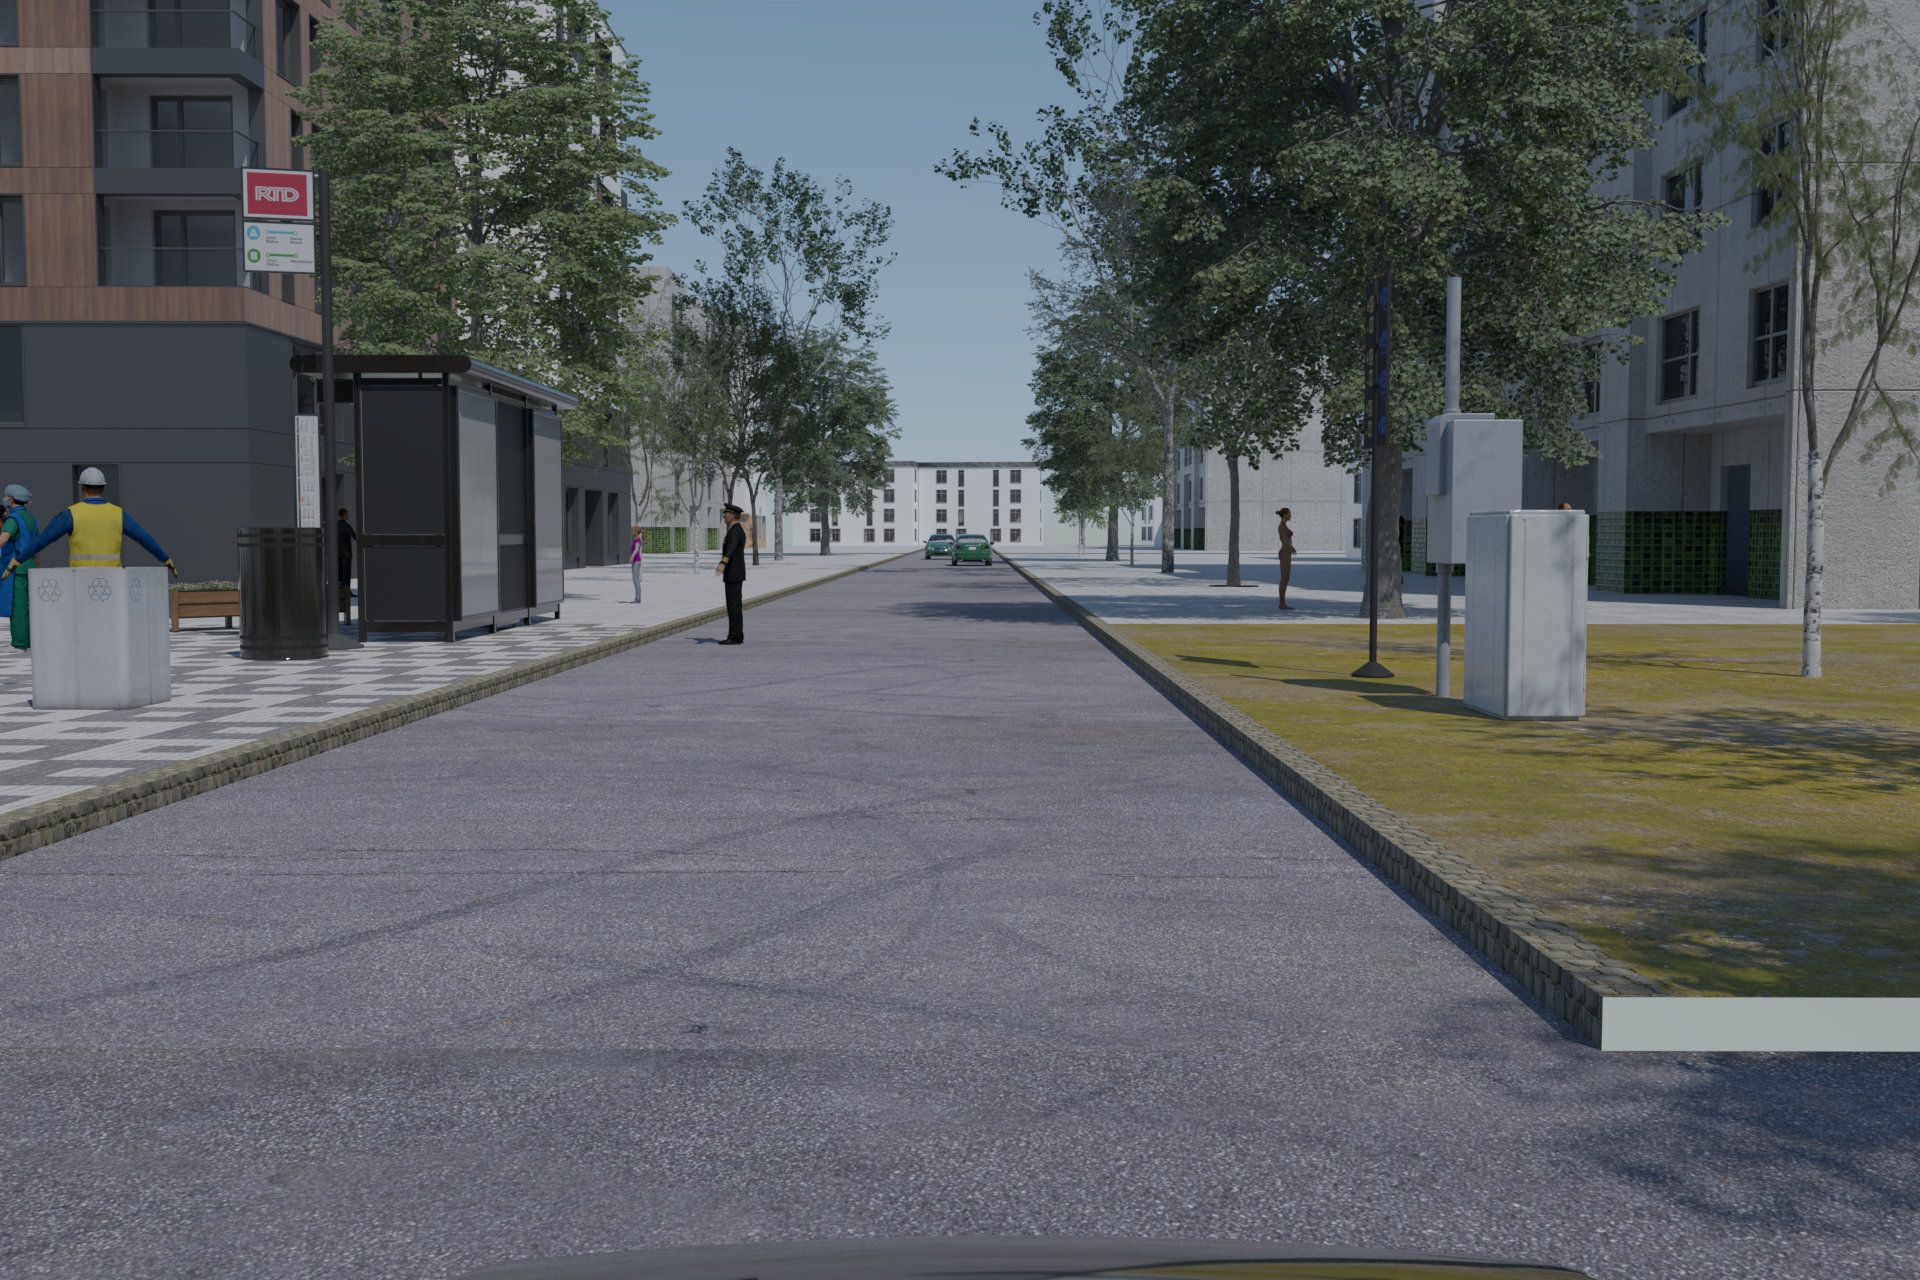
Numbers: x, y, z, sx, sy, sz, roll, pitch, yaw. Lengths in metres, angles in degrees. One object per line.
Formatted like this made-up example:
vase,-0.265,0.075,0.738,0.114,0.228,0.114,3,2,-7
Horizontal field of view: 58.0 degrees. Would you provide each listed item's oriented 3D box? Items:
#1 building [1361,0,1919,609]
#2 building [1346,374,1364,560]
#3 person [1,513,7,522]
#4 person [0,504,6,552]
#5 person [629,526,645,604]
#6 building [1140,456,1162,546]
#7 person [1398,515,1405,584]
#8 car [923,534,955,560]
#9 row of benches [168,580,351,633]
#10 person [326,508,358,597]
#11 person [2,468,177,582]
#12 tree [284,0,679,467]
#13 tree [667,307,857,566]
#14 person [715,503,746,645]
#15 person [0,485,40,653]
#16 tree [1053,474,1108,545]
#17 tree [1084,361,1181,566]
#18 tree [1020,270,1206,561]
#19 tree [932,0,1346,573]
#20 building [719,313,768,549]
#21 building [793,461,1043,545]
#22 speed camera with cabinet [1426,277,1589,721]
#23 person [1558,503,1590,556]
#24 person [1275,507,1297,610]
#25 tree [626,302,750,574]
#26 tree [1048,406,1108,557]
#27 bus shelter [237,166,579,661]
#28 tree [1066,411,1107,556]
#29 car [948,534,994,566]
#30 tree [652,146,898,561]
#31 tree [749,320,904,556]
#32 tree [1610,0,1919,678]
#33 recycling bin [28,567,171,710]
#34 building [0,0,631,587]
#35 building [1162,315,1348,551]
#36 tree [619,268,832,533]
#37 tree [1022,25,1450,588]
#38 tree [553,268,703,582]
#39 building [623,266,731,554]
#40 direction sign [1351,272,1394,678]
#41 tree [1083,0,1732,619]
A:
building,22.496,-10.901,44.695,16.747,18.905,31.486,0,3,0
building,24.229,-8.129,75.049,9.099,9.664,28.070,0,4,0
person,-21.444,-2.018,38.781,1.354,1.856,0.705,1,4,14
person,-17.561,-1.561,31.671,1.345,1.843,0.704,0,4,6
person,-6.034,-1.388,31.956,0.599,1.433,0.991,-1,4,-9
building,24.595,-14.536,179.815,9.099,9.664,28.070,0,3,0
person,10.745,-2.206,42.791,0.721,1.740,1.216,1,4,22
car,-1.036,-5.301,98.462,2.131,1.459,4.920,0,4,0
row of benches,-10.152,-0.462,23.009,1.422,0.672,4.104,3,5,41
person,-12.454,-1.765,35.085,1.346,1.802,0.704,2,4,33
person,-7.234,-0.520,14.478,1.349,1.833,0.705,-3,5,-39
tree,-8.732,-6.937,31.544,7.486,12.596,7.792,0,3,0
tree,-8.250,-8.320,70.444,8.767,10.594,7.601,0,4,4
person,-2.972,-0.864,22.523,0.705,1.837,1.347,0,4,0
person,-10.257,-0.776,18.812,0.704,1.817,1.347,0,4,-5
tree,14.551,-17.326,201.405,7.486,12.596,7.792,0,3,0
tree,6.932,-7.299,69.709,4.360,8.622,3.978,0,3,0
tree,7.148,-10.696,81.535,9.857,13.997,8.962,0,3,0
tree,5.576,-12.346,57.741,12.611,20.169,13.585,0,3,0
building,-23.050,-17.898,149.047,16.016,20.090,11.380,0,4,0
building,-4.671,-15.585,199.423,28.070,9.664,9.099,1,4,8
speed camera with cabinet,4.003,-1.127,12.765,0.660,3.252,2.038,0,4,0
person,10.011,-1.370,28.669,1.348,1.796,0.705,-3,5,-44
person,5.610,-1.388,29.492,0.721,1.733,1.217,0,4,6
tree,-8.310,-6.380,54.679,4.360,8.622,3.978,0,3,0
tree,6.864,-8.897,95.825,4.737,8.622,4.395,0,3,0
bus shelter,-6.788,-2.697,21.731,2.179,5.291,8.768,0,4,-1
tree,7.357,-9.314,102.642,4.360,8.622,3.978,0,3,0
car,0.525,-4.107,78.946,2.131,1.459,4.920,0,4,-1
tree,-8.967,-13.973,84.349,12.611,20.169,13.585,0,3,0
tree,-8.010,-11.941,101.882,9.857,13.997,8.962,0,3,0
tree,7.511,-3.983,15.487,4.360,8.622,3.978,0,3,0
recycling bin,-6.422,-0.025,12.959,0.722,1.027,0.722,0,4,2
building,-27.899,-13.067,57.623,27.936,21.610,32.646,0,4,-1
building,27.254,-17.166,147.128,16.747,18.905,31.486,0,4,1
tree,-8.425,-7.795,61.856,8.767,10.594,7.601,1,4,8
tree,6.624,-8.018,41.469,12.009,13.543,11.850,0,3,0
tree,-8.512,-5.879,46.482,4.360,8.622,3.978,0,3,0
building,-27.680,-16.144,130.414,16.747,18.905,31.486,0,4,0
direction sign,3.714,-1.436,15.479,0.379,3.537,0.876,0,4,1
tree,6.520,-7.304,26.082,9.857,13.997,8.962,0,3,0
